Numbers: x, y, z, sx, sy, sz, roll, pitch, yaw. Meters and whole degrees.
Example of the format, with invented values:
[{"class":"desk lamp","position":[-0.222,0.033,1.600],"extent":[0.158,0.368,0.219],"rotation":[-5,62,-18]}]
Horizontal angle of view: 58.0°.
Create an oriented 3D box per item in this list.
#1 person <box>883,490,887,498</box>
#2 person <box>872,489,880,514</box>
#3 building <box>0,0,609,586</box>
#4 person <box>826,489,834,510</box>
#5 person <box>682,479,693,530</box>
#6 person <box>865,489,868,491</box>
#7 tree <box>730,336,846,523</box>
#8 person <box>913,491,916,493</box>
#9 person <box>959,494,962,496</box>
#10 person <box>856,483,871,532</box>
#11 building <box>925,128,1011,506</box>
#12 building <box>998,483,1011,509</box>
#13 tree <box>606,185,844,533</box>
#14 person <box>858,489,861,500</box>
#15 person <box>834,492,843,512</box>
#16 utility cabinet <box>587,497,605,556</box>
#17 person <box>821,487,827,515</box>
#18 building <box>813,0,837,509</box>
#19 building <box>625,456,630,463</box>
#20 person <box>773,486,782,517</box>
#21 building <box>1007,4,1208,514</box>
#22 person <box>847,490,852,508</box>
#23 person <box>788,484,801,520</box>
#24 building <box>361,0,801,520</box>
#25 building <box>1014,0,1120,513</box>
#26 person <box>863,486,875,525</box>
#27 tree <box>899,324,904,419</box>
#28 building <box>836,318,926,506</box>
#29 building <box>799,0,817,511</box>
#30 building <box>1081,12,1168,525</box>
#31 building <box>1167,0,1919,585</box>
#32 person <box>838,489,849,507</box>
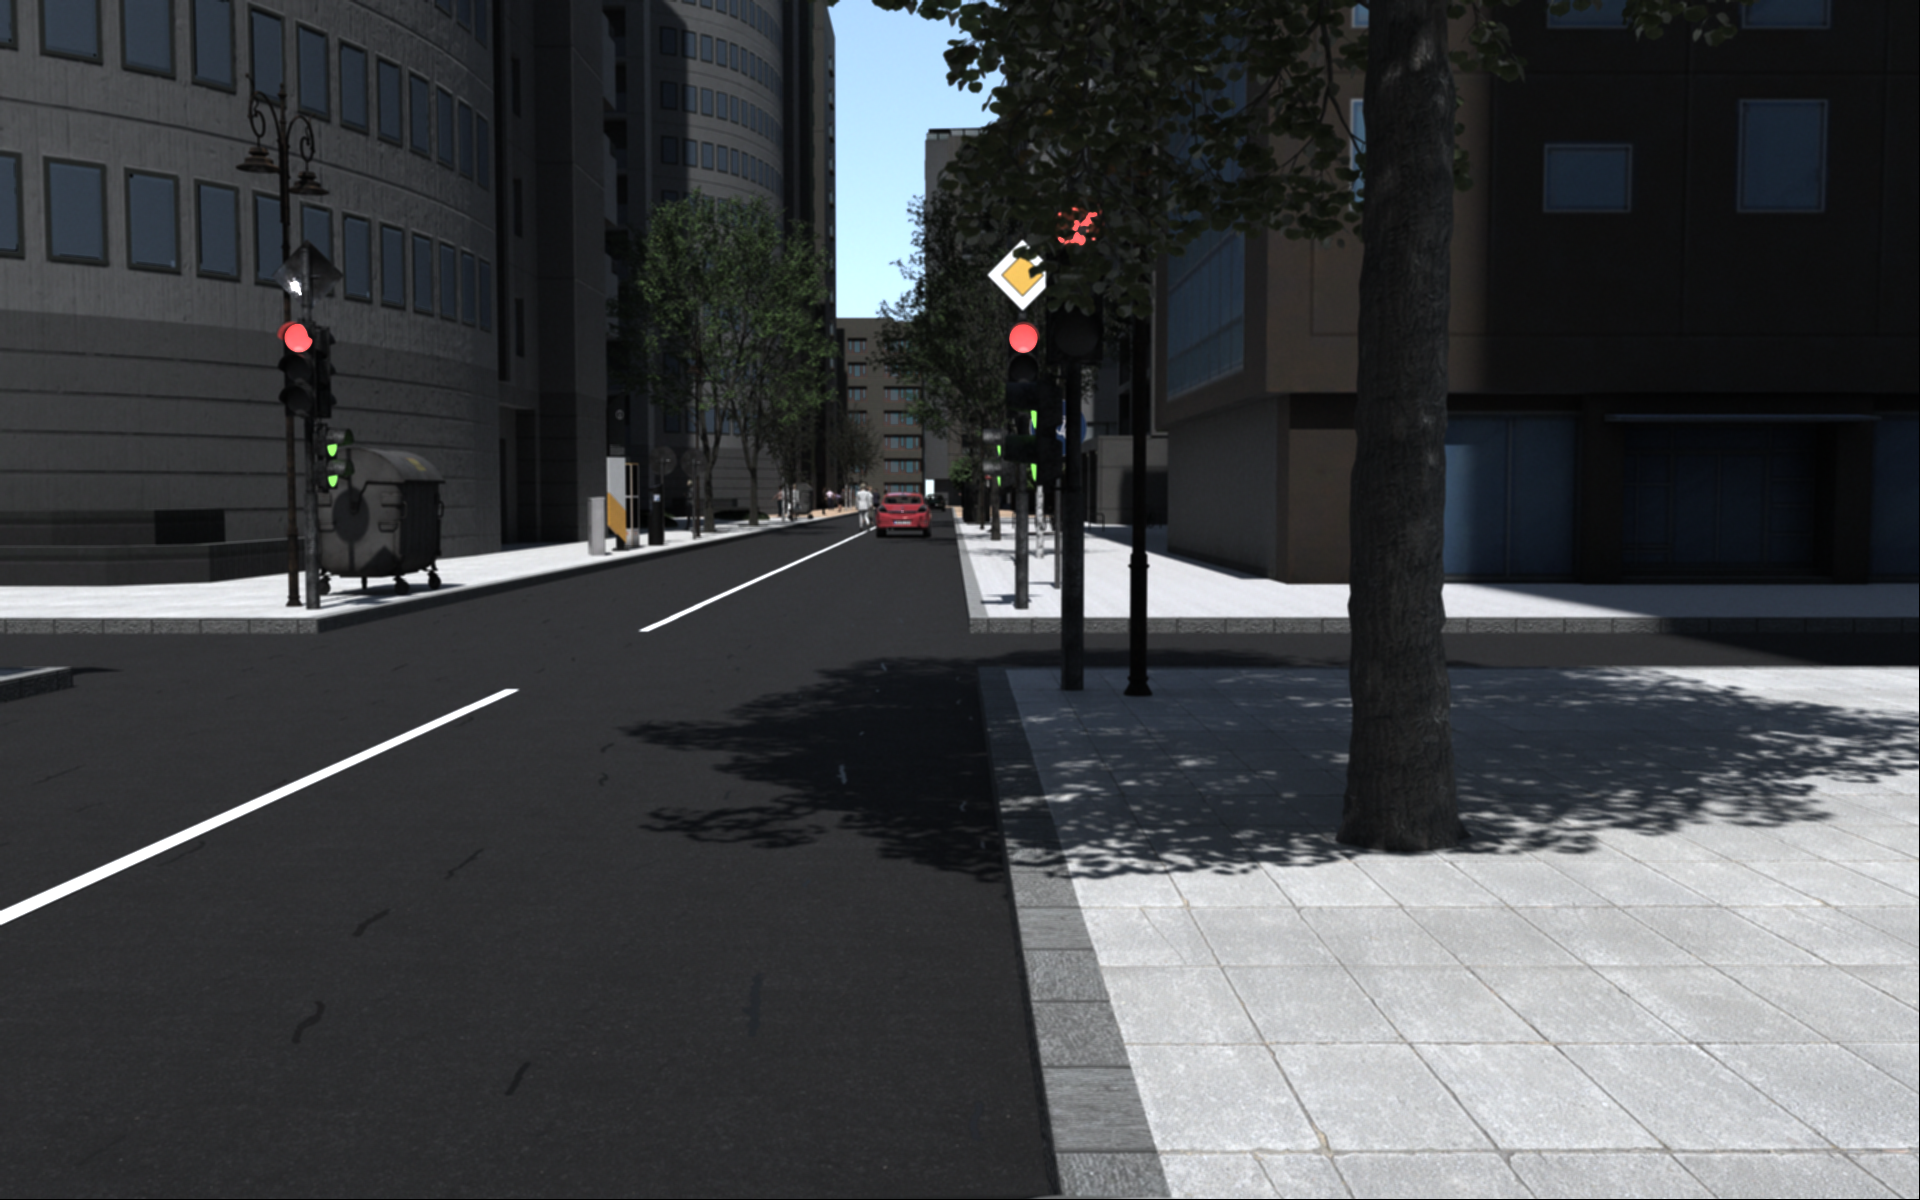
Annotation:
[{"class":"person","position":[-5.282,-7.104,125.367],"extent":[0.721,1.735,1.217],"rotation":[1,4,19]},{"class":"person","position":[-5.459,-6.192,110.186],"extent":[0.683,1.767,0.568],"rotation":[-1,4,-20]},{"class":"building","position":[-20.560,-30.105,34.218],"extent":[21.231,58.520,28.212],"rotation":[0,4,0]},{"class":"person","position":[-10.295,-7.957,137.074],"extent":[0.756,1.711,0.436],"rotation":[0,4,1]},{"class":"person","position":[-9.563,-3.356,61.094],"extent":[0.526,1.800,0.537],"rotation":[0,4,-7]},{"class":"person","position":[-8.241,-9.059,154.878],"extent":[0.721,1.735,1.217],"rotation":[0,4,6]},{"class":"tree","position":[-8.142,-7.786,77.662],"extent":[4.360,8.622,3.978],"rotation":[0,3,0]},{"class":"person","position":[-3.172,-6.656,118.796],"extent":[0.593,1.643,0.415],"rotation":[2,4,24]},{"class":"person","position":[0.202,-7.790,133.945],"extent":[0.750,1.759,0.617],"rotation":[1,4,11]},{"class":"person","position":[-3.644,-3.500,65.605],"extent":[0.514,1.842,0.818],"rotation":[-1,4,-21]},{"class":"building","position":[3.173,-30.832,187.692],"extent":[14.086,41.232,14.154],"rotation":[0,4,0]},{"class":"building","position":[19.492,-28.343,155.285],"extent":[32.217,40.220,23.993],"rotation":[0,4,0]},{"class":"tree","position":[-8.232,-8.049,57.362],"extent":[9.928,11.665,9.643],"rotation":[0,3,0]},{"class":"person","position":[-9.196,-9.260,158.368],"extent":[0.530,1.710,0.541],"rotation":[1,4,18]},{"class":"person","position":[-8.727,-7.020,124.059],"extent":[0.697,1.427,0.421],"rotation":[1,4,17]},{"class":"utility cabinet","position":[-7.667,-1.549,36.487],"extent":[0.306,1.237,1.020],"rotation":[-1,4,-16]},{"class":"person","position":[-8.385,-6.181,107.825],"extent":[0.721,1.735,1.217],"rotation":[0,4,-6]},{"class":"building","position":[-22.421,-32.603,156.761],"extent":[21.600,48.544,21.300],"rotation":[0,4,0]},{"class":"building","position":[-29.497,-29.412,70.130],"extent":[28.713,52.752,27.495],"rotation":[0,4,0]},{"class":"person","position":[-10.167,-5.546,97.431],"extent":[0.721,1.736,1.217],"rotation":[-3,5,-40]},{"class":"building","position":[10.789,-29.707,135.820],"extent":[14.600,45.320,14.200],"rotation":[0,4,0]},{"class":"person","position":[-10.542,-9.655,164.345],"extent":[0.568,1.767,0.683],"rotation":[2,4,24]},{"class":"person","position":[-8.173,-4.827,85.319],"extent":[0.624,1.780,0.694],"rotation":[-3,5,-45]},{"class":"building","position":[-21.723,-34.603,107.765],"extent":[21.231,58.520,28.212],"rotation":[0,4,0]},{"class":"building","position":[17.435,-32.141,114.747],"extent":[28.713,52.752,27.495],"rotation":[0,4,0]},{"class":"person","position":[-4.270,-4.399,80.653],"extent":[0.641,1.798,0.478],"rotation":[1,4,22]},{"class":"tree","position":[-8.321,-8.732,68.529],"extent":[9.928,11.665,9.643],"rotation":[0,3,0]},{"class":"building","position":[-18.512,-21.382,194.639],"extent":[28.899,21.520,27.650],"rotation":[0,4,0]},{"class":"building","position":[-18.434,-27.301,129.965],"extent":[14.154,41.232,14.086],"rotation":[0,4,0]},{"class":"building","position":[15.962,-38.947,75.038],"extent":[20.563,71.187,20.611],"rotation":[0,4,0]},{"class":"building","position":[11.322,-23.224,29.830],"extent":[14.200,45.320,14.600],"rotation":[0,4,0]},{"class":"person","position":[-10.741,-9.358,159.590],"extent":[0.990,1.755,0.434],"rotation":[1,4,17]}]
